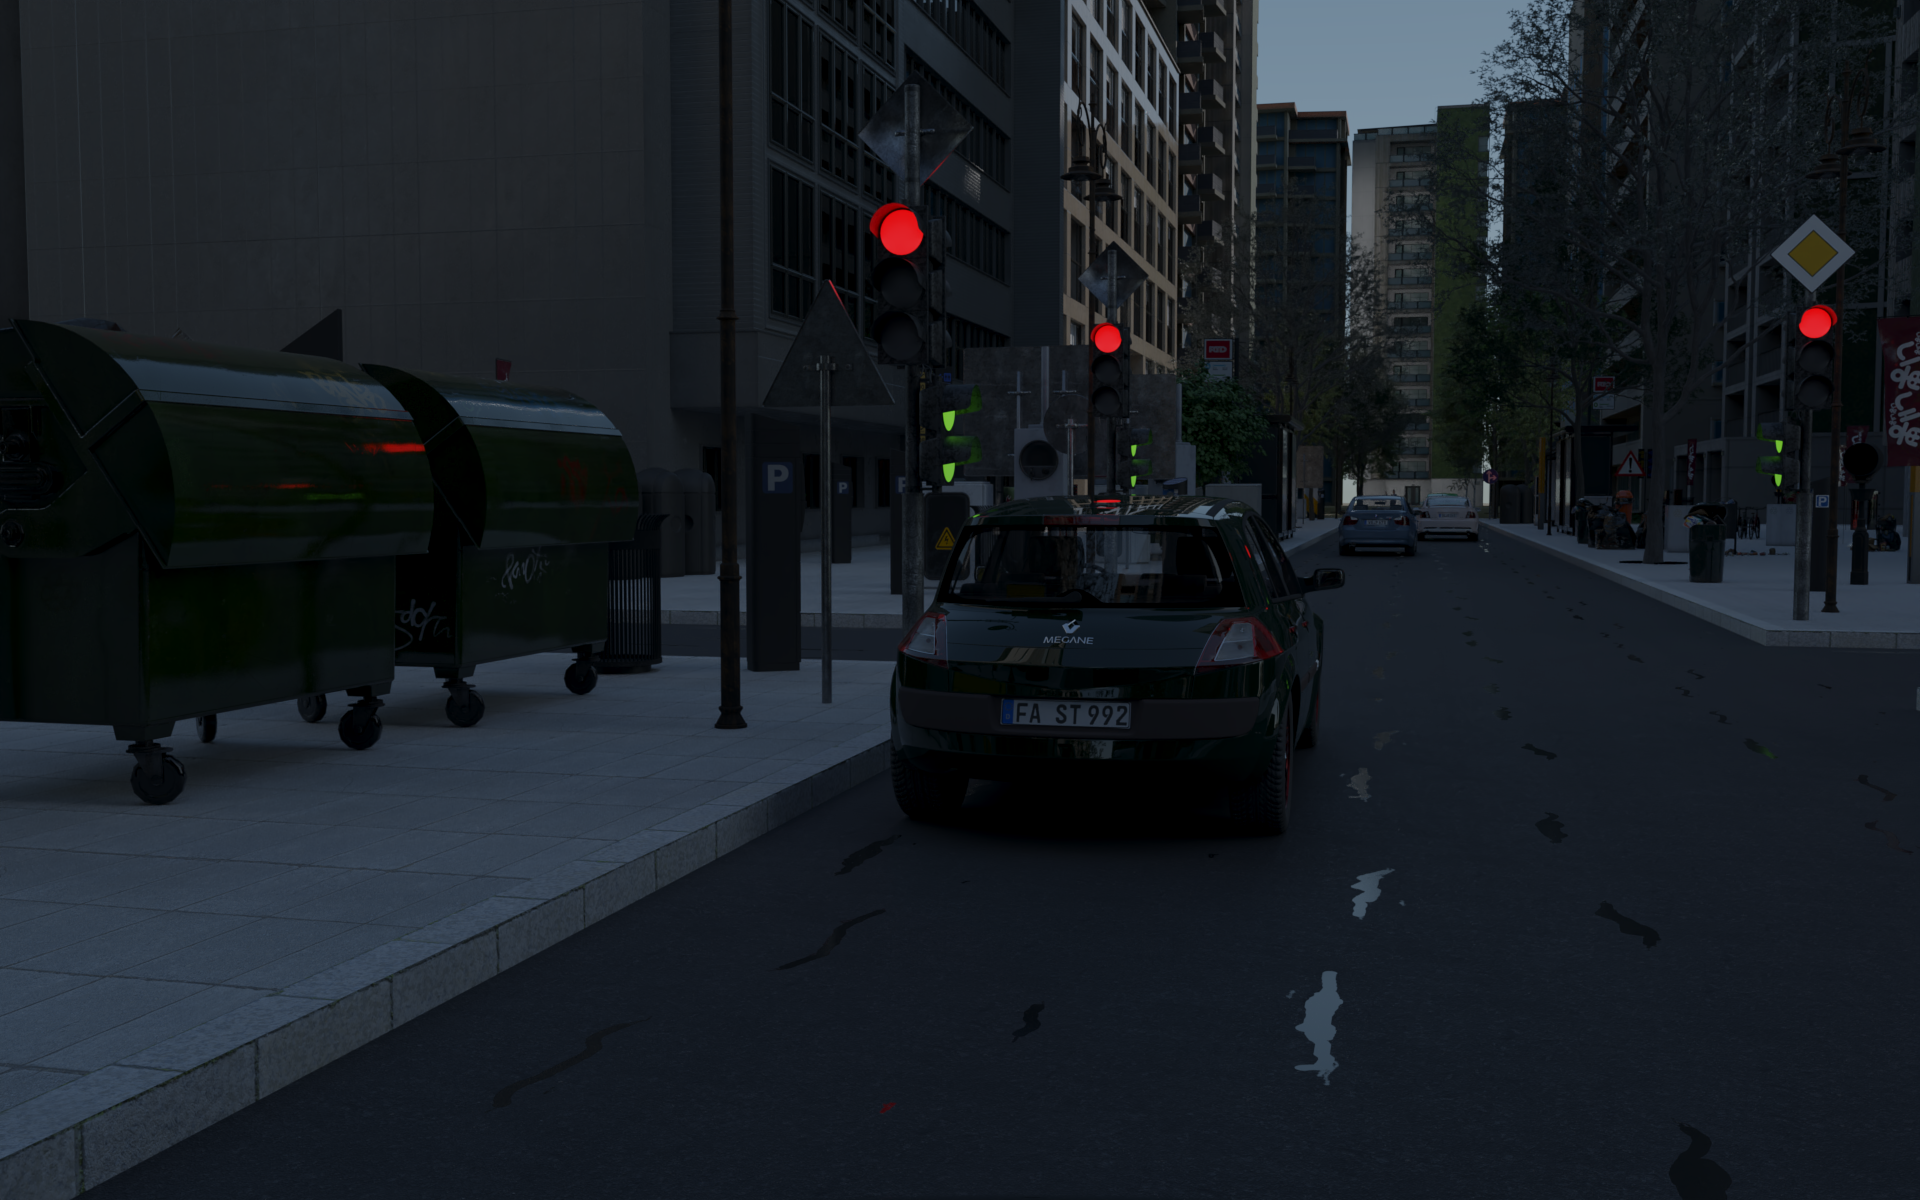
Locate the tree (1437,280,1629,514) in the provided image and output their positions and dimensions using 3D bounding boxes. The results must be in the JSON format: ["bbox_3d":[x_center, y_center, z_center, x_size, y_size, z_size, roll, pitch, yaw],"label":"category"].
[{"bbox_3d":[26.838,-9.503,81.133,9.928,11.665,9.643,0,3,0],"label":"tree"}]

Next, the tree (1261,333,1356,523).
[{"bbox_3d":[15.086,-7.719,76.574,4.737,8.622,4.395,0,3,0],"label":"tree"}]

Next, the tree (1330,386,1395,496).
[{"bbox_3d":[35.628,-14.315,152.180,7.486,12.596,7.792,0,3,0],"label":"tree"}]

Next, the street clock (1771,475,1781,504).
[{"bbox_3d":[28.178,-3.367,59.614,0.471,2.002,0.358,3,4,39],"label":"street clock"}]

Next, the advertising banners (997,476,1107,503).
[{"bbox_3d":[1.631,-1.945,27.992,2.074,3.025,0.090,1,4,10],"label":"advertising banners"}]

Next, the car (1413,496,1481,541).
[{"bbox_3d":[15.224,-2.557,54.167,2.083,1.381,4.827,1,4,15],"label":"car"}]

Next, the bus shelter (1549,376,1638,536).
[{"bbox_3d":[20.531,-4.834,56.662,2.179,5.291,8.768,1,4,14],"label":"bus shelter"}]

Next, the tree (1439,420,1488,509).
[{"bbox_3d":[43.415,-12.121,148.532,4.360,8.622,3.978,0,3,0],"label":"tree"}]

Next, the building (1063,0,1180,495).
[{"bbox_3d":[-2.158,-16.652,76.773,19.350,26.468,34.151,1,4,14],"label":"building"}]

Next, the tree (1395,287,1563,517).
[{"bbox_3d":[29.277,-10.836,95.298,7.486,12.596,7.792,0,3,0],"label":"tree"}]

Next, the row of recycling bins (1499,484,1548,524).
[{"bbox_3d":[24.673,-4.181,75.475,3.534,1.692,1.069,-3,5,-44],"label":"row of recycling bins"}]

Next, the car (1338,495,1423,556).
[{"bbox_3d":[10.052,-1.805,41.522,2.014,1.417,4.499,1,4,16],"label":"car"}]

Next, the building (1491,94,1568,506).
[{"bbox_3d":[70.975,-32.428,184.814,28.867,44.769,22.147,1,4,14],"label":"building"}]

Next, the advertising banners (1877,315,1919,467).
[{"bbox_3d":[9.858,-1.245,16.542,2.074,3.025,0.090,3,5,39],"label":"advertising banners"}]

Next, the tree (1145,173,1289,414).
[{"bbox_3d":[12.516,-9.493,65.579,12.009,13.543,11.850,0,3,0],"label":"tree"}]

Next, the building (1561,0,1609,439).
[{"bbox_3d":[58.295,-30.235,144.450,14.600,45.320,14.200,1,4,14],"label":"building"}]

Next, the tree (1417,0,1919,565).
[{"bbox_3d":[12.911,-7.406,31.452,12.009,13.543,11.850,0,3,0],"label":"tree"}]

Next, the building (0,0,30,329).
[{"bbox_3d":[-26.725,-10.672,39.114,19.286,19.102,10.561,1,4,14],"label":"building"}]

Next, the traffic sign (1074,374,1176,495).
[{"bbox_3d":[2.545,-2.185,29.602,2.265,3.308,0.079,1,4,15],"label":"traffic sign"}]

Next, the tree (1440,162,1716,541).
[{"bbox_3d":[16.528,-6.867,46.694,7.601,10.594,8.767,1,4,21],"label":"tree"}]

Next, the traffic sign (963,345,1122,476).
[{"bbox_3d":[1.113,-1.832,23.831,2.265,3.308,0.079,1,4,19],"label":"traffic sign"}]

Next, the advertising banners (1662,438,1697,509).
[{"bbox_3d":[22.949,-3.620,55.372,0.090,3.025,2.074,0,4,-7],"label":"advertising banners"}]

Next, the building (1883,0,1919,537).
[{"bbox_3d":[35.601,-17.101,51.310,14.160,30.474,14.107,1,4,14],"label":"building"}]

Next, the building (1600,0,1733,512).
[{"bbox_3d":[48.183,-28.868,95.688,21.300,48.544,21.600,1,4,14],"label":"building"}]

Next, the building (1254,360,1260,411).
[{"bbox_3d":[11.813,-51.340,152.084,31.000,86.520,22.319,1,4,14],"label":"building"}]

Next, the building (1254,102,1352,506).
[{"bbox_3d":[28.967,-33.080,195.475,28.867,44.769,22.147,1,4,14],"label":"building"}]

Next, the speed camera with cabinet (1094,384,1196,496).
[{"bbox_3d":[3.329,-2.276,31.552,0.660,3.252,2.038,-3,5,-42],"label":"speed camera with cabinet"}]

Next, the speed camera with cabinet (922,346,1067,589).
[{"bbox_3d":[0.431,-1.771,23.291,2.038,3.252,0.660,1,4,13],"label":"speed camera with cabinet"}]

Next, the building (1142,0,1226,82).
[{"bbox_3d":[4.988,-27.877,110.412,22.147,44.769,28.867,1,4,14],"label":"building"}]

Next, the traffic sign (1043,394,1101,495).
[{"bbox_3d":[1.411,-1.348,22.143,0.768,2.556,0.104,1,4,22],"label":"traffic sign"}]

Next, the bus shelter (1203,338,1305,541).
[{"bbox_3d":[7.999,-4.248,47.082,2.179,5.291,8.768,1,4,15],"label":"bus shelter"}]

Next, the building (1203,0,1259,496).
[{"bbox_3d":[14.708,-27.354,130.827,14.154,41.232,14.086,1,4,14],"label":"building"}]

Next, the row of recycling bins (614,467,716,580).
[{"bbox_3d":[-4.997,-1.187,26.529,1.069,1.692,3.534,2,4,32],"label":"row of recycling bins"}]

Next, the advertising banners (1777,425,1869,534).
[{"bbox_3d":[22.152,-2.954,44.493,2.074,3.025,0.090,2,4,29],"label":"advertising banners"}]

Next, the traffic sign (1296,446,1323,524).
[{"bbox_3d":[14.231,-4.860,73.335,2.265,3.308,0.079,2,4,24],"label":"traffic sign"}]

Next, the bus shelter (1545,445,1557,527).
[{"bbox_3d":[23.199,-4.385,65.617,2.014,3.302,5.546,1,4,15],"label":"bus shelter"}]

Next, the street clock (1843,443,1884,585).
[{"bbox_3d":[12.731,-1.216,24.460,0.471,2.002,0.358,3,5,44],"label":"street clock"}]

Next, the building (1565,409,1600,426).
[{"bbox_3d":[55.909,-49.390,120.201,22.319,86.520,31.000,1,4,14],"label":"building"}]

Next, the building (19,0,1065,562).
[{"bbox_3d":[-6.903,-13.796,44.627,14.314,24.678,30.058,1,4,14],"label":"building"}]

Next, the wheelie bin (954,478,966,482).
[{"bbox_3d":[-0.235,-1.630,34.558,0.980,1.594,0.693,0,4,-7],"label":"wheelie bin"}]

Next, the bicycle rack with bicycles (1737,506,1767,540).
[{"bbox_3d":[22.184,-2.254,50.230,2.852,0.926,2.925,3,5,40],"label":"bicycle rack with bicycles"}]

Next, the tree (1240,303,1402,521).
[{"bbox_3d":[17.095,-9.146,83.946,8.767,10.594,7.601,0,4,2],"label":"tree"}]

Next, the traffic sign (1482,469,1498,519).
[{"bbox_3d":[26.744,-5.338,87.378,0.768,2.556,0.104,1,4,19],"label":"traffic sign"}]

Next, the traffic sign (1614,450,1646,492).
[{"bbox_3d":[19.822,-3.135,51.259,0.884,2.594,0.081,1,4,16],"label":"traffic sign"}]

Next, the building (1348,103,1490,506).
[{"bbox_3d":[49.117,-30.739,186.174,14.086,41.232,14.154,1,4,14],"label":"building"}]

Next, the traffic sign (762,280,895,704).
[{"bbox_3d":[-0.816,-0.645,10.550,0.884,2.594,0.081,1,4,21],"label":"traffic sign"}]

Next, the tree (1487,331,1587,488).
[{"bbox_3d":[24.254,-7.484,72.728,4.737,8.622,4.395,0,3,0],"label":"tree"}]

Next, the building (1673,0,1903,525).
[{"bbox_3d":[43.819,-38.889,74.092,20.563,71.187,20.611,1,4,14],"label":"building"}]

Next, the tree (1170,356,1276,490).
[{"bbox_3d":[5.732,-3.494,40.837,4.285,4.588,4.351,0,3,0],"label":"tree"}]
